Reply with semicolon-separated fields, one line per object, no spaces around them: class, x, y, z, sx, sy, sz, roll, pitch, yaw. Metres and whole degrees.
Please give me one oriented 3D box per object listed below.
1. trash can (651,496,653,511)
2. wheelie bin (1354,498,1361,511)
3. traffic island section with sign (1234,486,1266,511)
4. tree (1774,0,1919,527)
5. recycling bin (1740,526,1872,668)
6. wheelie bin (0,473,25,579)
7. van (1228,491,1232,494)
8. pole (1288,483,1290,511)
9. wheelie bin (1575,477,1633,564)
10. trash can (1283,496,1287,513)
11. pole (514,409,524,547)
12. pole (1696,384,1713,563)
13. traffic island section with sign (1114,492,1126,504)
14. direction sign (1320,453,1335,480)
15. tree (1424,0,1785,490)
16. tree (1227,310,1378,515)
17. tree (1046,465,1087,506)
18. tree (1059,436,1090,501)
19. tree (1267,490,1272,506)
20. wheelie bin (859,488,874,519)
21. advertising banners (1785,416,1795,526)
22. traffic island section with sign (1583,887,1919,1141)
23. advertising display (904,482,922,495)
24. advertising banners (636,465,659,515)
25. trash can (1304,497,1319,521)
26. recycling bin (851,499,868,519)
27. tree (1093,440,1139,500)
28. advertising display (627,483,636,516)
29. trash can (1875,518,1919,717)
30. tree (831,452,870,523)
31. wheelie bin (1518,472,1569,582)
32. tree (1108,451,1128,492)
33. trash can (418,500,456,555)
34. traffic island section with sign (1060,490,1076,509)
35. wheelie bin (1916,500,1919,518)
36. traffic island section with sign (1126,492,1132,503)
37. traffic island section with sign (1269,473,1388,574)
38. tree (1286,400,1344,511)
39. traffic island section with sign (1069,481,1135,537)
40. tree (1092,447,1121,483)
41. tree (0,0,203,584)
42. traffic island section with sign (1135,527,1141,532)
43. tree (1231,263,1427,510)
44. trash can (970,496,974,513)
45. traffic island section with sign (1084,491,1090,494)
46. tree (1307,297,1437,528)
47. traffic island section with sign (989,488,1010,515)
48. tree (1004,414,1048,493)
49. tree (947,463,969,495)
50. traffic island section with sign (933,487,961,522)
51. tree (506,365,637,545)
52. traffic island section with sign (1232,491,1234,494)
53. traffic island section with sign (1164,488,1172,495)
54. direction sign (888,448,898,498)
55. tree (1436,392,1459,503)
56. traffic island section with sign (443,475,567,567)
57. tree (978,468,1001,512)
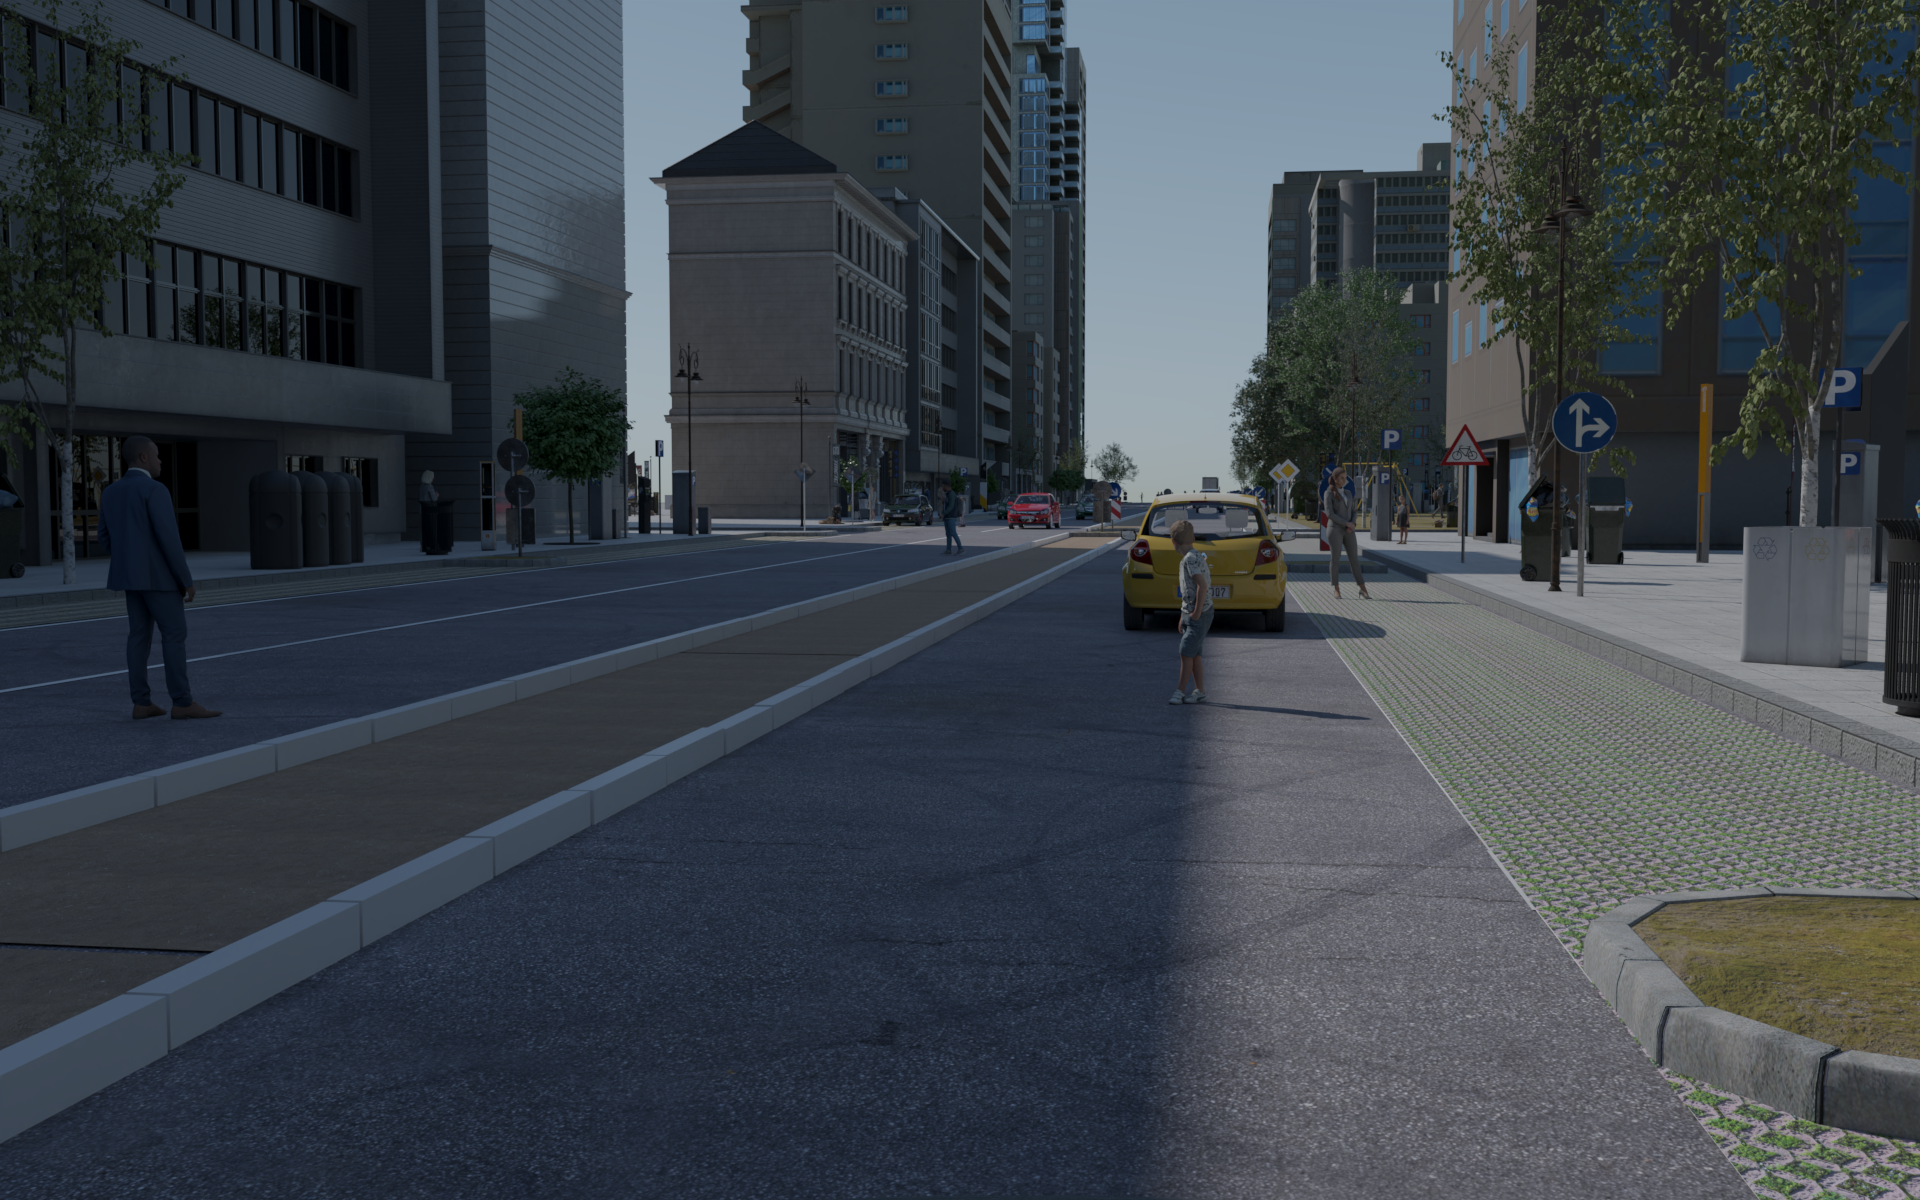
trash can;-19.559;-6.008;109.891;0.748;1.137;0.748;0;3;0
wheelie bin;30.444;-7.692;133.672;0.980;1.594;0.693;0;4;-7
traffic island section with sign;14.989;-4.829;87.586;1.989;1.847;2.006;1;4;8
tree;7.378;-3.978;15.395;4.737;8.622;4.395;0;3;0
recycling bin;6.450;-0.040;13.205;0.722;1.027;0.722;3;5;44
wheelie bin;-14.670;-1.123;26.271;0.980;1.594;0.693;1;4;20
van;32.531;-12.146;205.605;2.013;2.044;4.112;0;4;8
pole;25.528;-8.589;134.274;0.158;3.312;0.155;0;3;0
wheelie bin;11.789;-1.459;31.770;0.980;1.594;0.693;1;4;14
trash can;22.498;-6.649;120.357;0.748;1.137;0.748;0;3;0
pole;-10.598;-2.921;41.608;0.158;3.312;0.155;0;3;0
pole;13.845;-2.346;32.193;0.158;3.312;0.155;0;3;0
traffic island section with sign;22.309;-14.618;247.625;1.989;1.847;2.006;1;4;8
direction sign;20.098;-6.293;94.882;0.876;3.537;0.379;3;5;39
tree;9.098;-4.675;26.804;4.737;8.622;4.395;0;3;0
tree;20.815;-11.512;105.231;9.611;12.733;9.660;0;3;0
tree;11.391;-12.852;193.836;4.285;4.588;4.351;0;3;0
tree;14.592;-16.354;217.756;4.737;8.622;4.395;0;3;0
tree;33.293;-11.851;188.363;1.663;3.219;1.824;0;3;0
wheelie bin;-4.850;-5.004;89.730;0.693;1.594;0.980;2;4;25
advertising banners;17.315;-2.441;36.102;0.090;3.025;2.074;2;4;28
traffic island section with sign;2.788;0.248;4.568;1.989;1.847;2.006;1;4;8
advertising display;-2.483;-5.315;92.109;0.974;1.923;0.123;-1;4;-12
advertising banners;-18.967;-6.669;105.232;0.090;3.025;2.074;2;4;32
trash can;16.760;-4.335;82.533;0.748;1.137;0.748;0;3;0
recycling bin;-5.103;-4.616;88.018;0.722;1.027;0.722;0;4;7
tree;27.363;-22.348;299.801;8.767;10.594;7.601;-2;4;-28
advertising display;-19.073;-5.766;99.492;0.974;1.923;0.123;1;4;16
trash can;5.700;0.100;10.023;0.748;1.137;0.748;0;3;0
tree;-4.778;-5.124;78.379;1.663;3.219;1.824;0;3;0
wheelie bin;8.623;-1.083;25.607;0.693;1.594;0.980;1;4;21
tree;25.986;-20.571;286.699;4.737;8.622;4.395;0;3;0
trash can;-11.015;-1.516;36.442;0.748;1.137;0.748;0;3;0
traffic island section with sign;10.246;-9.597;165.537;1.989;1.847;2.006;1;4;8
wheelie bin;16.164;-1.253;28.391;0.980;1.594;0.693;3;5;42
traffic island section with sign;26.254;-16.254;274.382;1.989;1.847;2.006;1;4;8
traffic island section with sign;6.817;-1.434;32.068;1.989;1.847;2.006;1;4;8
tree;24.522;-10.094;115.396;4.737;8.622;4.395;0;3;0
traffic island section with sign;4.725;-3.057;58.114;2.006;1.907;1.989;1;4;8
tree;22.542;-19.297;265.869;4.360;8.622;3.978;0;3;0
tree;-12.917;-4.528;24.393;4.737;8.622;4.395;0;3;0
traffic island section with sign;5.812;-3.505;65.442;2.006;1.907;1.989;1;4;8
tree;17.285;-9.327;78.249;9.928;11.665;9.643;0;3;0
trash can;0.649;-6.641;120.238;0.748;1.137;0.748;0;3;0
traffic island section with sign;14.189;-11.234;192.308;1.989;1.847;2.006;1;4;8
tree;15.110;-6.968;64.283;4.360;8.622;3.978;0;3;0
traffic island section with sign;3.046;-6.602;116.570;1.989;1.847;2.006;1;4;8
tree;6.068;-12.624;156.760;4.360;8.622;3.978;0;3;0
tree;-0.375;-6.932;107.941;1.663;3.219;1.824;0;3;0
traffic island section with sign;-0.871;-4.966;89.824;1.989;1.847;2.006;1;4;8
tree;-9.874;-3.700;44.213;4.285;4.588;4.351;0;3;0
traffic island section with sign;18.912;-6.460;114.255;1.989;1.847;2.006;1;4;8
traffic island section with sign;16.728;-8.052;139.786;2.006;1.907;1.989;1;4;8
direction sign;-3.340;-5.770;86.341;0.379;3.537;0.876;2;4;30
tree;33.717;-10.341;119.431;4.360;8.622;3.978;0;3;0
traffic island section with sign;-8.991;-1.591;34.638;1.989;1.847;2.006;1;4;8
tree;2.148;-8.110;127.200;1.663;3.219;1.824;0;3;0
